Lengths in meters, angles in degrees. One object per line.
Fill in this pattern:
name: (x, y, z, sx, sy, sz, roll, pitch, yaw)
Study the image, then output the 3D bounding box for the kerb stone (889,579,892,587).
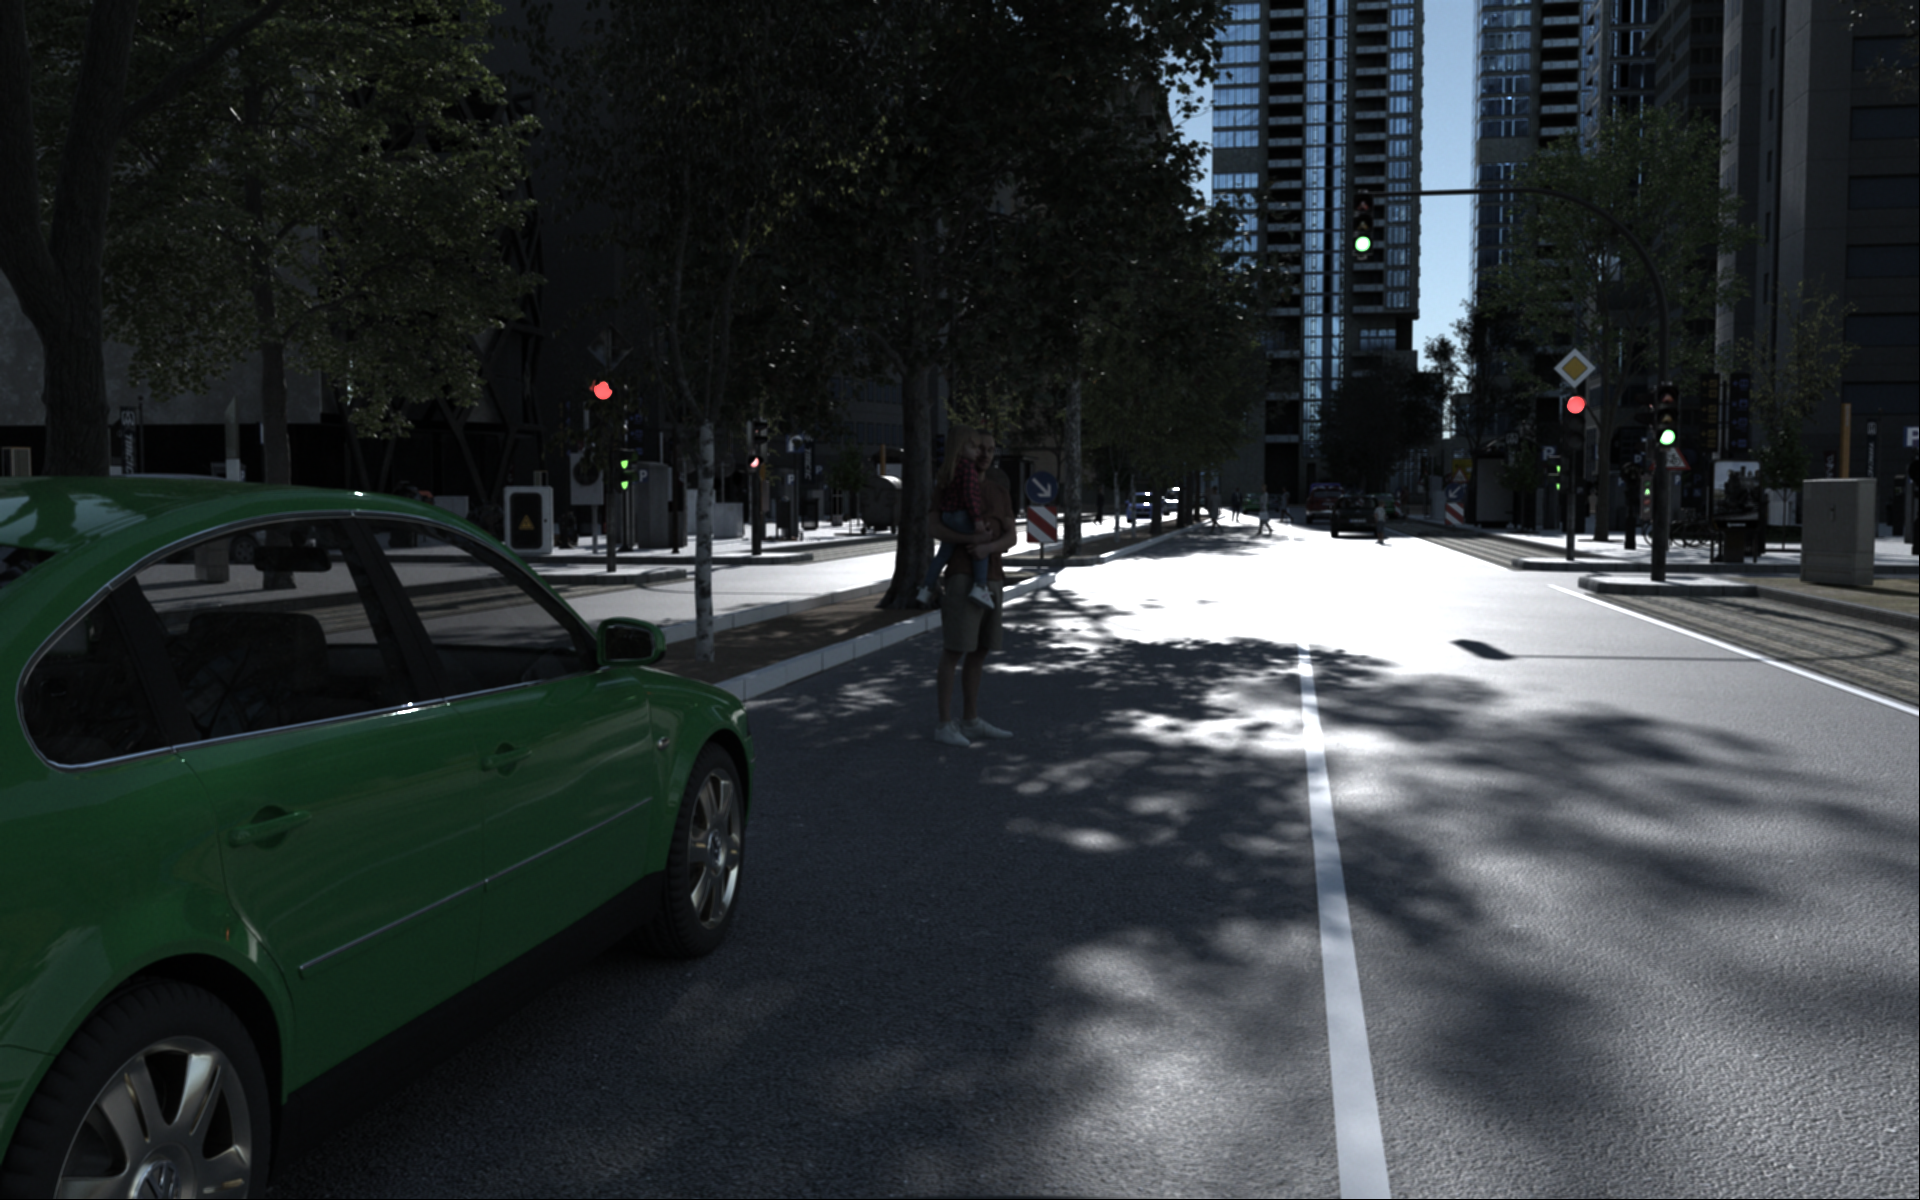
kerb stone: (-1.042, -0.229, 25.964, 0.120, 0.150, 1.000, 1, 4, 11)

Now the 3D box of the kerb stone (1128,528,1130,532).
kerb stone: (6.074, -2.542, 63.762, 0.120, 0.150, 1.000, 1, 4, 11)

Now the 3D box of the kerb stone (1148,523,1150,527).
kerb stone: (7.781, -3.097, 72.826, 0.120, 0.150, 1.000, 1, 4, 11)

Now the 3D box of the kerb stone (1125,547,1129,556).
kerb stone: (3.768, -1.102, 40.210, 0.120, 0.150, 1.000, 1, 4, 11)

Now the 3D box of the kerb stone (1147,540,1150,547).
kerb stone: (4.908, -1.471, 46.248, 0.120, 0.150, 1.000, 1, 4, 11)

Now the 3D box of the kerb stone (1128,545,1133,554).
kerb stone: (3.959, -1.163, 41.219, 0.120, 0.150, 1.000, 1, 4, 11)

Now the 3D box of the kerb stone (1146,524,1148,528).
kerb stone: (7.592, -3.035, 71.820, 0.120, 0.150, 1.000, 1, 4, 11)

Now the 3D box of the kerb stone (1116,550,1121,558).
kerb stone: (3.385, -0.977, 38.179, 0.120, 0.150, 1.000, 1, 4, 11)

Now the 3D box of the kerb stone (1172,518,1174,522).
kerb stone: (10.627, -4.021, 87.945, 0.120, 0.150, 1.000, 1, 4, 11)

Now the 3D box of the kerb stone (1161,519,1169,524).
kerb stone: (10.054, -3.836, 84.919, 0.120, 0.150, 1.000, 1, 4, 11)

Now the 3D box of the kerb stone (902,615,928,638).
kerb stone: (-0.508, 0.285, 17.532, 0.120, 0.150, 1.000, 1, 4, 11)

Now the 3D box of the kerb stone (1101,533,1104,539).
kerb stone: (4.364, -1.987, 54.684, 0.120, 0.150, 1.000, 1, 4, 11)

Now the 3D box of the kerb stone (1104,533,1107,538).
kerb stone: (4.550, -2.049, 55.689, 0.120, 0.150, 1.000, 1, 4, 11)

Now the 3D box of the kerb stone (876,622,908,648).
kerb stone: (-0.686, 0.347, 16.525, 0.120, 0.150, 1.000, 1, 4, 11)

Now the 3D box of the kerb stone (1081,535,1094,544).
kerb stone: (3.802, -1.802, 51.656, 0.120, 0.150, 1.000, 1, 4, 11)

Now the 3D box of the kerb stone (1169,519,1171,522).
kerb stone: (10.254, -3.895, 85.931, 0.120, 0.150, 1.000, 1, 4, 11)

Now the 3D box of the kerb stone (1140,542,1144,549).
kerb stone: (4.532, -1.348, 44.238, 0.120, 0.150, 1.000, 1, 4, 11)

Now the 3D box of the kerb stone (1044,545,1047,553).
kerb stone: (1.891, -1.186, 41.583, 0.120, 0.150, 1.000, 1, 4, 11)

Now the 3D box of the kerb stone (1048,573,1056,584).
kerb stone: (1.400, -0.327, 27.594, 0.120, 0.150, 1.000, 1, 4, 11)

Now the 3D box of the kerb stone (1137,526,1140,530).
kerb stone: (6.835, -2.786, 67.786, 0.120, 0.150, 1.000, 1, 4, 11)

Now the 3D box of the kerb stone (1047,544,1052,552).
kerb stone: (2.085, -1.243, 42.587, 0.120, 0.150, 1.000, 1, 4, 11)

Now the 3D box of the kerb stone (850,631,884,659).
kerb stone: (-0.878, 0.413, 15.505, 0.120, 0.150, 1.000, 1, 4, 11)

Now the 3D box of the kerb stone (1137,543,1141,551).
kerb stone: (4.350, -1.287, 43.231, 0.120, 0.150, 1.000, 1, 4, 11)

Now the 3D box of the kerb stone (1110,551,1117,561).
kerb stone: (3.202, -0.915, 37.167, 0.120, 0.150, 1.000, 1, 4, 11)

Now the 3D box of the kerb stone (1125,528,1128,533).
kerb stone: (5.883, -2.479, 62.743, 0.120, 0.150, 1.000, 1, 4, 11)

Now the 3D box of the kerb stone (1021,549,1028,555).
kerb stone: (1.322, -0.997, 38.564, 0.120, 0.150, 1.000, 1, 4, 11)

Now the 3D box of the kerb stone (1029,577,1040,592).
kerb stone: (1.017, -0.205, 25.585, 0.120, 0.150, 1.000, 1, 4, 11)

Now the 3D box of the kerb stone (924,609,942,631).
kerb stone: (-0.305, 0.223, 18.544, 0.120, 0.150, 1.000, 1, 4, 11)

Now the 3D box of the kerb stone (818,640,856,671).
kerb stone: (-1.072, 0.471, 14.498, 0.120, 0.150, 1.000, 1, 4, 11)

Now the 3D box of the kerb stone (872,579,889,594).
kerb stone: (-1.230, -0.169, 24.955, 0.120, 0.150, 1.000, 1, 4, 11)

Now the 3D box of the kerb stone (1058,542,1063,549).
kerb stone: (2.468, -1.365, 44.596, 0.120, 0.150, 1.000, 1, 4, 11)

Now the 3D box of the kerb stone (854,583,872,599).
kerb stone: (-1.426, -0.106, 23.950, 0.120, 0.150, 1.000, 1, 4, 11)

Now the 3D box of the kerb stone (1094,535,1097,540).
kerb stone: (3.983, -1.863, 52.662, 0.120, 0.150, 1.000, 1, 4, 11)

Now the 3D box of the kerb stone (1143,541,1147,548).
kerb stone: (4.721, -1.401, 45.243, 0.120, 0.150, 1.000, 1, 4, 11)

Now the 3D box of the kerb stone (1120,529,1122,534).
kerb stone: (5.499, -2.357, 60.726, 0.120, 0.150, 1.000, 1, 4, 11)

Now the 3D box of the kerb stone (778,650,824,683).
kerb stone: (-1.269, 0.532, 13.492, 0.120, 0.150, 1.000, 1, 4, 11)

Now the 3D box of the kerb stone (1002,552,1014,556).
kerb stone: (0.943, -0.878, 36.555, 0.120, 0.150, 1.000, 1, 4, 11)

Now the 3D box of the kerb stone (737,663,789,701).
kerb stone: (-1.452, 0.594, 12.478, 0.120, 0.150, 1.000, 1, 4, 11)

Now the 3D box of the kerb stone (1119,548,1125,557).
kerb stone: (3.578, -1.040, 39.193, 0.120, 0.150, 1.000, 1, 4, 11)

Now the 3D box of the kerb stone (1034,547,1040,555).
kerb stone: (1.706, -1.124, 40.573, 0.120, 0.150, 1.000, 1, 4, 11)

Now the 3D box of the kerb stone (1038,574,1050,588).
kerb stone: (1.211, -0.269, 26.588, 0.120, 0.150, 1.000, 1, 4, 11)

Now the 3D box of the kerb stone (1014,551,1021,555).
kerb stone: (1.134, -0.940, 37.559, 0.120, 0.150, 1.000, 1, 4, 11)

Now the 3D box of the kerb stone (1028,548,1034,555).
kerb stone: (1.511, -1.063, 39.569, 0.120, 0.150, 1.000, 1, 4, 11)

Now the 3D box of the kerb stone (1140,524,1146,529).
kerb stone: (7.403, -2.967, 70.801, 0.120, 0.150, 1.000, 1, 4, 11)

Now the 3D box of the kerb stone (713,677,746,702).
kerb stone: (-1.643, 0.657, 11.473, 0.120, 0.150, 1.000, 1, 4, 11)

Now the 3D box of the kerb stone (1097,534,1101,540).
kerb stone: (4.171, -1.925, 53.667, 0.120, 0.150, 1.000, 1, 4, 11)

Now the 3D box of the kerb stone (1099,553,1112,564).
kerb stone: (3.011, -0.854, 36.163, 0.120, 0.150, 1.000, 1, 4, 11)

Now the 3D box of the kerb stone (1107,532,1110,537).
kerb stone: (4.733, -2.110, 56.695, 0.120, 0.150, 1.000, 1, 4, 11)

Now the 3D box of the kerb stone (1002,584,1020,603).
kerb stone: (0.645, -0.084, 23.574, 0.120, 0.150, 1.000, 1, 4, 11)

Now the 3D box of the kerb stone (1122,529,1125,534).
kerb stone: (5.698, -2.419, 61.738, 0.120, 0.150, 1.000, 1, 4, 11)

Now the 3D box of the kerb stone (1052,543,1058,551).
kerb stone: (2.276, -1.309, 43.591, 0.120, 0.150, 1.000, 1, 4, 11)

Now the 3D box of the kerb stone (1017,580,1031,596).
kerb stone: (0.834, -0.146, 24.579, 0.120, 0.150, 1.000, 1, 4, 11)

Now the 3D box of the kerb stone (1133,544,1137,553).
kerb stone: (4.154, -1.225, 42.225, 0.120, 0.150, 1.000, 1, 4, 11)

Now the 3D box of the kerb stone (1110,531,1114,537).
kerb stone: (4.939, -2.169, 57.704, 0.120, 0.150, 1.000, 1, 4, 11)
